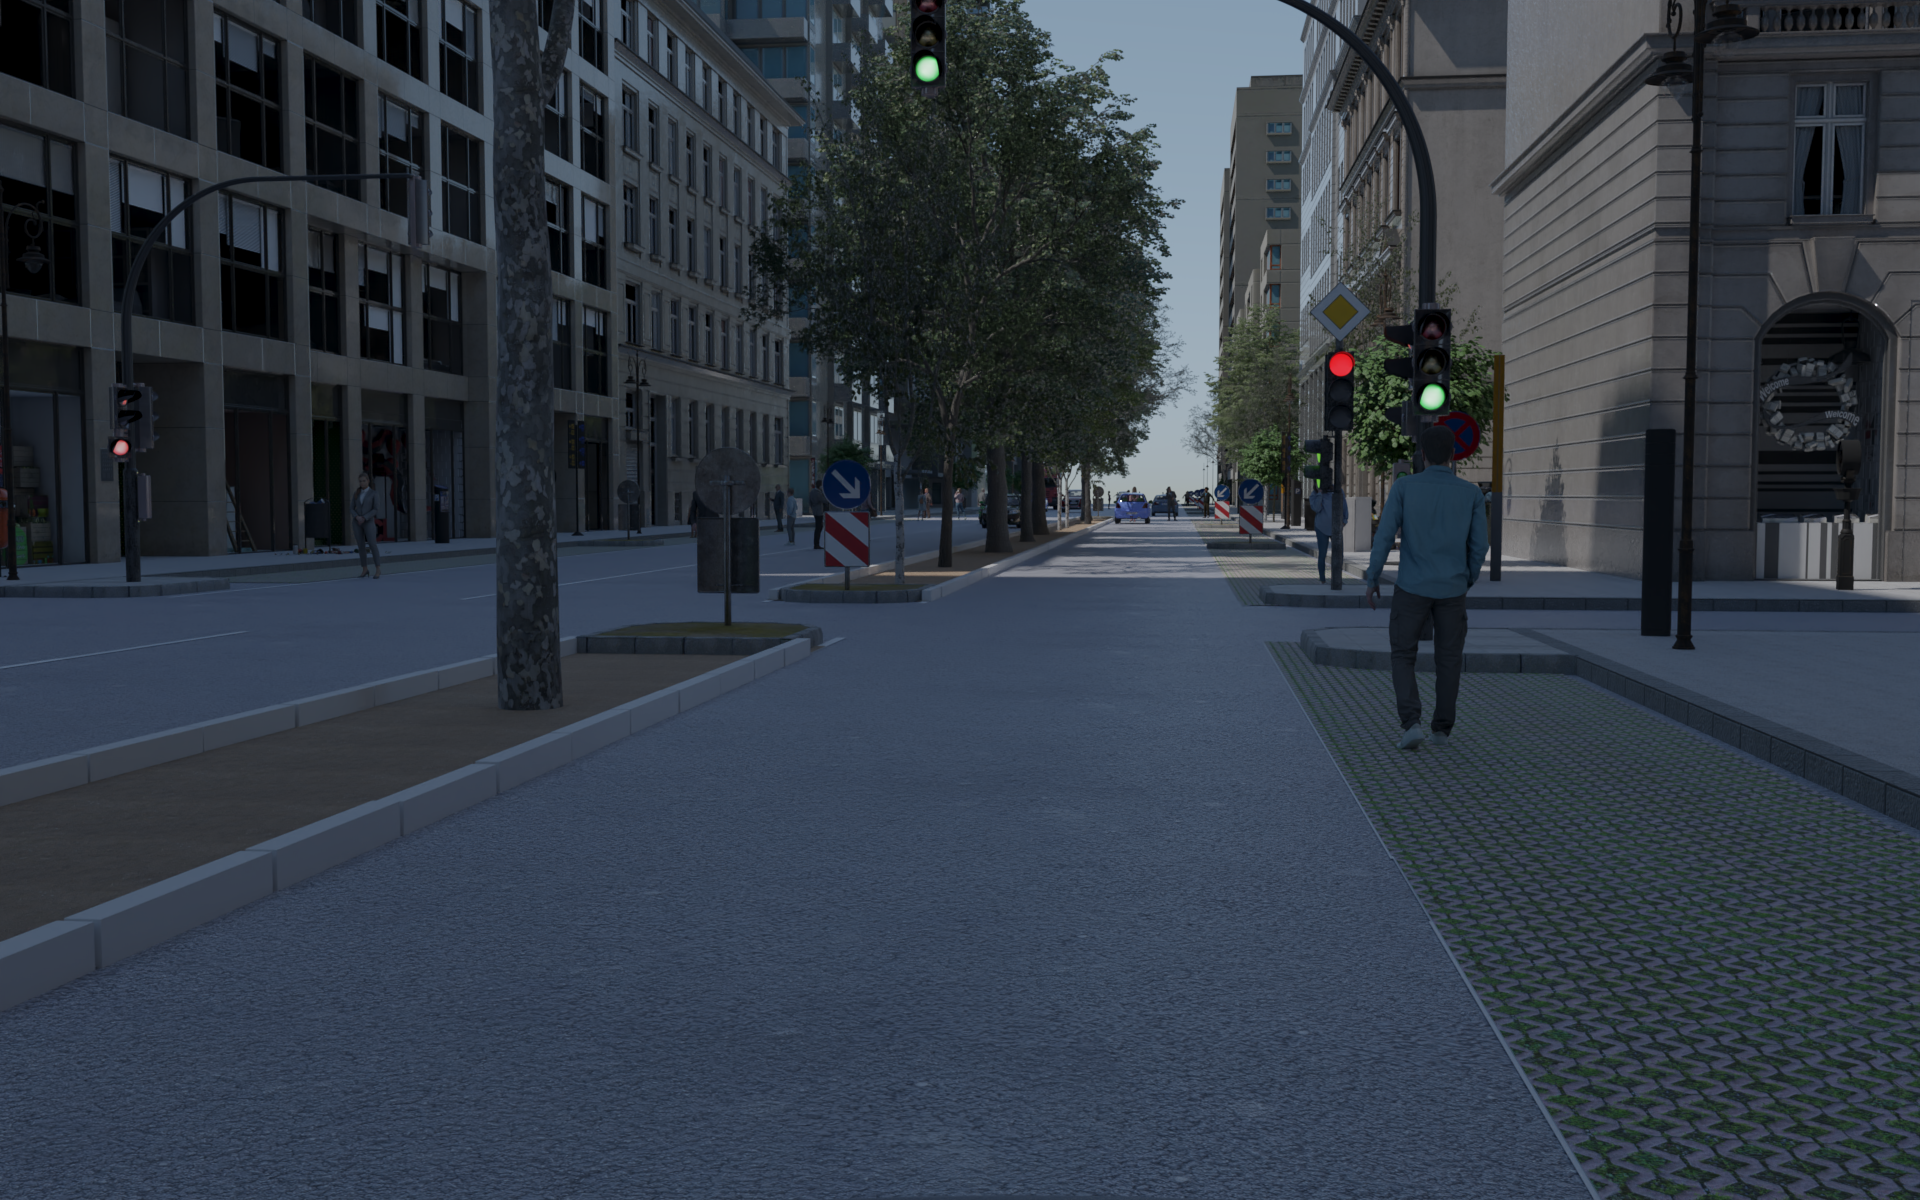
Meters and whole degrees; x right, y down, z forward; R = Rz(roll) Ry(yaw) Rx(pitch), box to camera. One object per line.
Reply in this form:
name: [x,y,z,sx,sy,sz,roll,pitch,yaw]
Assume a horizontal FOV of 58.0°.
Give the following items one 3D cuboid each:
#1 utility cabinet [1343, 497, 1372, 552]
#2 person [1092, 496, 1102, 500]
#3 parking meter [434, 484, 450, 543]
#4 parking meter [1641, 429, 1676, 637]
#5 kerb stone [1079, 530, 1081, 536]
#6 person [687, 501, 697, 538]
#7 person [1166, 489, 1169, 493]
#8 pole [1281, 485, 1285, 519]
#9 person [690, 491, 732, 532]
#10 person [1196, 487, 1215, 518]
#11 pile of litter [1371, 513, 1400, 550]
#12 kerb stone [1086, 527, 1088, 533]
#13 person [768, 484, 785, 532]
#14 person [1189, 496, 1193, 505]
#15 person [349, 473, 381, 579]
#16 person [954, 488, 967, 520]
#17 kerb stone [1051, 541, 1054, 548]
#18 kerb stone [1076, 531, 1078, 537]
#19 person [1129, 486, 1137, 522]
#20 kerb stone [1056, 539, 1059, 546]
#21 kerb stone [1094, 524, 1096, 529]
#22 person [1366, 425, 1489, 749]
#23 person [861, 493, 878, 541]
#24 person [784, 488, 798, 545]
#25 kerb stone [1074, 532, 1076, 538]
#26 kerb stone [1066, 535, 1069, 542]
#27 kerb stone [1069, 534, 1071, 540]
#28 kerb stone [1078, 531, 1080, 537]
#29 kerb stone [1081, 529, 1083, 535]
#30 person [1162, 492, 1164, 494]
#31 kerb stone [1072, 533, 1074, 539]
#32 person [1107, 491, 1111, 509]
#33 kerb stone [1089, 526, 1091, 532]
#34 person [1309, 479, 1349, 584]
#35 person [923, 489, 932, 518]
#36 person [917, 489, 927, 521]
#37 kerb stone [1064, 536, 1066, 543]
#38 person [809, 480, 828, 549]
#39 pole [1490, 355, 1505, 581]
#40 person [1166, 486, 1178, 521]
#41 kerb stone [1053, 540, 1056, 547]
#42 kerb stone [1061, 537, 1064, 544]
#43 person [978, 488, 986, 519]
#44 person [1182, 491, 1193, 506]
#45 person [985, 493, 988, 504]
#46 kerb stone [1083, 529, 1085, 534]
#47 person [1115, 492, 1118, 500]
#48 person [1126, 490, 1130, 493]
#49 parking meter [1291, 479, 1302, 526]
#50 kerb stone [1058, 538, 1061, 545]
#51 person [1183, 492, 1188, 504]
utility cabinet: [8.847,-1.678,38.591,0.306,1.237,1.020,2,4,33]
person: [11.772,-8.551,148.442,1.348,1.807,0.705,-3,5,-41]
parking meter: [-13.496,-2.244,45.100,0.372,1.533,0.369,0,3,0]
parking meter: [6.347,-0.614,15.745,0.255,1.863,0.399,1,4,21]
kerb stone: [3.903,-2.199,58.147,0.120,0.150,1.000,0,4,7]
person: [-8.724,-2.647,56.448,0.362,1.253,0.373,-3,5,-41]
person: [15.740,-7.541,131.426,1.348,1.869,0.705,3,5,41]
pole: [16.551,-5.798,88.636,0.158,3.312,0.155,0,3,0]
person: [-4.107,-1.223,28.269,0.659,1.850,0.755,1,4,9]
person: [14.672,-5.812,103.163,1.348,1.869,0.705,3,5,44]
pile of litter: [9.725,-1.603,40.170,1.176,0.858,1.719,-2,4,-24]
kerb stone: [4.414,-2.448,62.212,0.120,0.150,1.000,0,4,7]
person: [-6.912,-3.466,65.348,0.590,1.801,0.661,-2,4,-33]
person: [27.467,-11.888,206.049,0.799,1.438,0.628,2,4,27]
person: [-10.126,-1.265,29.451,0.520,1.790,0.573,-1,4,-12]
person: [0.050,-5.311,95.932,0.593,1.750,0.643,-3,5,-41]
kerb stone: [2.276,-1.390,44.922,0.120,0.150,1.000,0,4,7]
kerb stone: [3.659,-2.070,56.111,0.120,0.150,1.000,0,4,7]
person: [8.942,-4.912,88.813,0.555,1.821,0.388,-1,4,-19]
kerb stone: [2.523,-1.515,46.959,0.120,0.150,1.000,0,4,7]
kerb stone: [5.168,-2.817,68.303,0.120,0.150,1.000,0,4,7]
person: [2.643,-0.077,9.776,0.660,1.820,0.620,0,4,3]
person: [-2.840,-2.642,52.286,0.593,1.750,0.643,3,4,38]
person: [-4.736,-2.338,48.543,0.330,1.601,0.589,1,4,19]
kerb stone: [3.536,-2.012,55.097,0.120,0.150,1.000,0,4,7]
kerb stone: [3.037,-1.763,51.019,0.120,0.150,1.000,0,4,7]
kerb stone: [3.157,-1.825,52.034,0.120,0.150,1.000,0,4,7]
kerb stone: [3.781,-2.134,57.132,0.120,0.150,1.000,0,4,7]
kerb stone: [4.035,-2.261,59.160,0.120,0.150,1.000,0,4,7]
person: [27.531,-13.772,234.617,0.756,1.711,0.436,0,3,0]
kerb stone: [3.407,-1.950,54.077,0.120,0.150,1.000,0,4,7]
person: [14.170,-9.441,163.550,0.721,1.739,1.217,1,4,10]
kerb stone: [4.675,-2.571,64.239,0.120,0.150,1.000,0,4,7]
person: [5.465,-1.029,25.589,0.793,1.790,0.793,-3,5,-40]
person: [-1.996,-5.711,102.431,0.434,1.755,0.990,-3,5,-40]
person: [-2.041,-5.074,92.457,0.512,1.701,0.522,0,4,2]
kerb stone: [2.904,-1.701,50.003,0.120,0.150,1.000,0,4,7]
person: [-3.668,-2.226,45.074,0.473,1.802,0.592,-1,4,-13]
pole: [7.909,-1.935,25.478,0.158,3.312,0.155,0,3,0]
person: [11.414,-5.203,93.374,0.655,1.846,0.447,0,4,2]
kerb stone: [2.389,-1.452,45.938,0.120,0.150,1.000,0,4,7]
kerb stone: [2.782,-1.639,48.986,0.120,0.150,1.000,0,4,7]
person: [1.339,-5.504,98.894,0.834,1.777,0.661,-3,5,-43]
person: [26.508,-11.819,201.749,1.348,1.823,0.705,1,4,9]
person: [1.485,-4.308,79.334,0.661,1.777,0.834,1,4,12]
kerb stone: [4.159,-2.322,60.181,0.120,0.150,1.000,0,4,7]
person: [22.922,-14.869,252.394,1.217,1.735,0.721,0,4,-6]
person: [12.080,-6.984,123.410,0.721,1.743,1.217,-3,5,-42]
parking meter: [13.447,-3.883,69.201,0.399,1.863,0.255,-1,4,-12]
kerb stone: [2.648,-1.577,47.973,0.120,0.150,1.000,0,4,7]
person: [30.641,-13.795,234.598,0.990,1.755,0.434,1,4,20]
